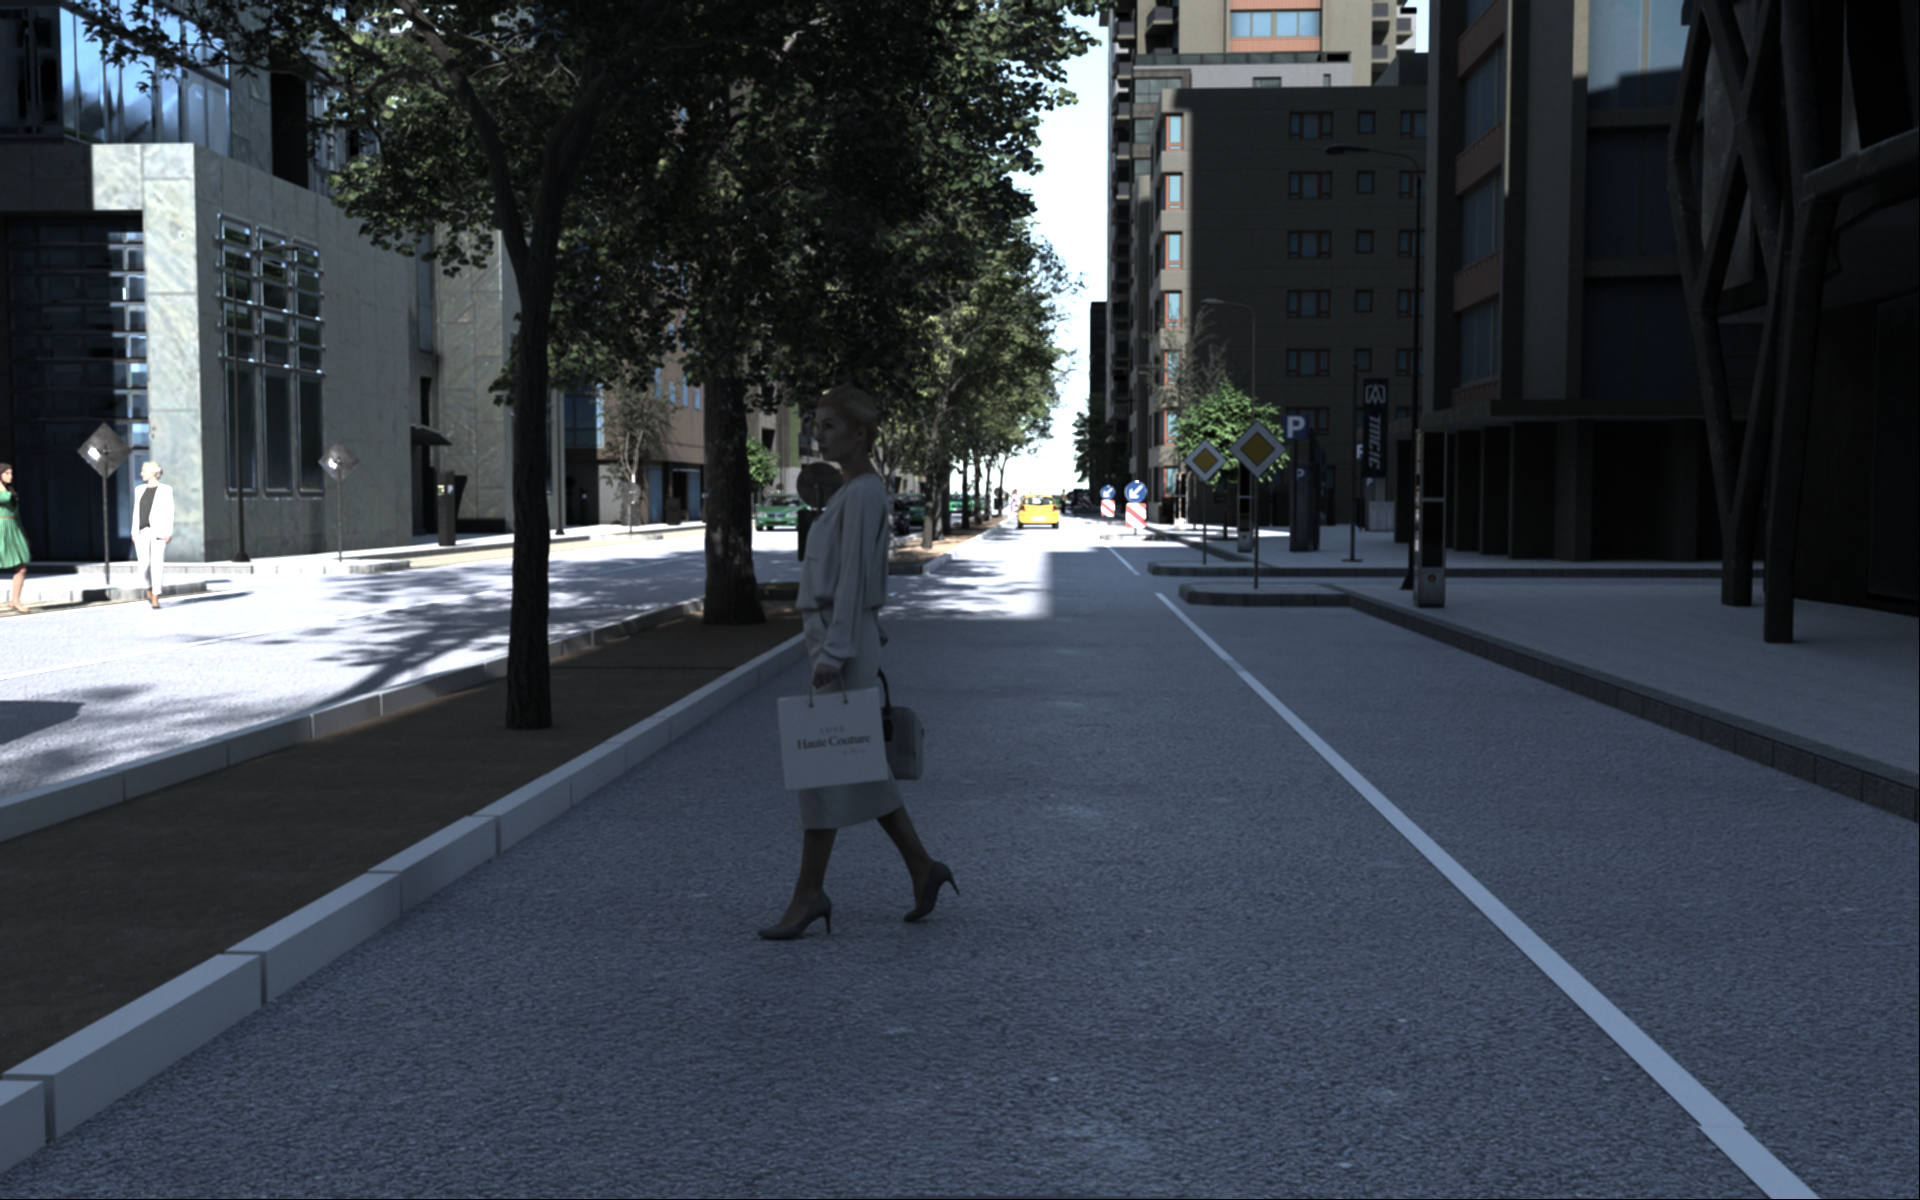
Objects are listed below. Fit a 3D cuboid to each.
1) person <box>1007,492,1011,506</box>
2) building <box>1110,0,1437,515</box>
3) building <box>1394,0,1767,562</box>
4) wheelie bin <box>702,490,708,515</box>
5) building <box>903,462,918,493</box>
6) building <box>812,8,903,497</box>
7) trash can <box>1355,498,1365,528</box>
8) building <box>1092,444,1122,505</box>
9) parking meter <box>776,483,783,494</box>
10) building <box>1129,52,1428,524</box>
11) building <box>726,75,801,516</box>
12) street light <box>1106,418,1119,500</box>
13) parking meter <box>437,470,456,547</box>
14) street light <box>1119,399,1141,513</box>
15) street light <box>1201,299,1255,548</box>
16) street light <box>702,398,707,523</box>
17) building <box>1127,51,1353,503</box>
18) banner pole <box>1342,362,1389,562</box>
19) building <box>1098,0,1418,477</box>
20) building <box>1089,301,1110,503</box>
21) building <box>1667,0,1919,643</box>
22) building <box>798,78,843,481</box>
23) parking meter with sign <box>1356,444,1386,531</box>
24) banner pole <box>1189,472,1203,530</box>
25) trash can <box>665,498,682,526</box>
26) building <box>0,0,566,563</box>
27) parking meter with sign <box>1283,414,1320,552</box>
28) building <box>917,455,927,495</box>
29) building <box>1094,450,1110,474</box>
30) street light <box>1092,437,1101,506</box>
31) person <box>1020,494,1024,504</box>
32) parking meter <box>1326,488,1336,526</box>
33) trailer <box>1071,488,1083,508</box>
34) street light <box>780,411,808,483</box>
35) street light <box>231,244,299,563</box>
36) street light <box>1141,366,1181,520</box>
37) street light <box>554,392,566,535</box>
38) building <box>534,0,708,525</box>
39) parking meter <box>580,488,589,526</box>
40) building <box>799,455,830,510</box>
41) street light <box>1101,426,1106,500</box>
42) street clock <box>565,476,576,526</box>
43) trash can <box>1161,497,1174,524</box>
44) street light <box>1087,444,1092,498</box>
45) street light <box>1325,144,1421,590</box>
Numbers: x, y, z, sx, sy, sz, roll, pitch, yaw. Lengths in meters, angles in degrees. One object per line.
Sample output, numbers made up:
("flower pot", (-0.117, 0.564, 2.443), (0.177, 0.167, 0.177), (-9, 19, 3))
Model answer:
("person", (5.659, -12.112, 207.360), (0.721, 1.723, 1.217), (3, 5, 42))
("building", (23.347, -29.603, 138.627), (22.147, 44.769, 28.867), (0, 4, 3))
("building", (24.657, -23.588, 40.289), (28.867, 44.769, 22.147), (0, 4, 3))
("wheelie bin", (-11.191, -4.277, 77.844), (0.693, 1.594, 0.980), (2, 4, 24))
("building", (-9.329, -34.949, 255.008), (14.154, 41.232, 14.086), (0, 4, 3))
("building", (-16.922, -32.990, 163.084), (21.300, 48.544, 21.600), (0, 4, 3))
("trash can", (15.416, -3.326, 66.039), (0.748, 1.137, 0.748), (0, 3, 0))
("building", (26.533, -47.119, 208.647), (20.563, 71.187, 20.611), (0, 4, 3))
("parking meter", (-9.807, -5.408, 94.138), (0.255, 1.863, 0.399), (1, 4, 21))
("building", (23.156, -14.850, 87.845), (27.650, 21.520, 28.899), (0, 4, 3))
("building", (-17.194, -20.081, 100.025), (14.160, 30.474, 14.107), (0, 4, 3))
("street light", (9.901, -8.175, 106.205), (1.470, 5.913, 1.316), (0, 4, 3))
("parking meter", (-12.551, -2.238, 42.308), (0.255, 1.863, 0.399), (2, 4, 25))
("street light", (8.700, -6.864, 84.764), (1.470, 5.913, 1.316), (0, 4, 3))
("street light", (6.453, -4.214, 41.434), (1.470, 5.913, 1.316), (0, 4, 3))
("street light", (-10.628, -6.317, 75.820), (1.470, 5.913, 1.316), (0, 4, 3))
("building", (18.380, -21.138, 117.309), (14.160, 30.474, 14.107), (0, 4, 3))
("banner pole", (7.712, -2.622, 32.890), (0.863, 3.779, 0.401), (1, 4, 9))
("building", (27.948, -35.315, 166.640), (28.713, 52.752, 27.495), (0, 4, 3))
("building", (26.257, -29.758, 258.241), (14.160, 30.474, 14.107), (0, 4, 3))
("building", (15.010, -8.904, 13.036), (16.820, 18.784, 16.811), (0, 4, 3))
("building", (-24.584, -27.460, 140.850), (32.217, 40.220, 23.993), (0, 4, 3))
("parking meter with sign", (14.497, -3.918, 60.323), (1.738, 3.016, 0.543), (-3, 5, -39))
("banner pole", (8.490, -4.388, 61.757), (0.401, 3.779, 0.863), (-1, 4, -20))
("trash can", (-11.664, -3.596, 70.455), (0.748, 1.137, 0.748), (0, 3, 0))
("building", (-24.357, -44.827, 45.598), (22.319, 86.520, 31.000), (0, 4, 3))
("parking meter with sign", (7.689, -2.599, 38.759), (0.543, 3.016, 1.738), (2, 4, 23))
("building", (-11.038, -34.376, 212.150), (14.600, 45.320, 14.200), (0, 4, 3))
("building", (29.719, -56.338, 233.803), (22.319, 86.520, 31.000), (0, 4, 3))
("street light", (11.627, -10.227, 139.758), (1.470, 5.913, 1.316), (0, 4, 3))
("person", (8.801, -14.272, 245.029), (0.628, 1.438, 0.799), (3, 5, 39))
("parking meter", (14.995, -3.766, 69.977), (0.372, 1.533, 0.369), (0, 3, 0))
("trailer", (11.994, -10.338, 176.081), (1.471, 1.999, 3.904), (0, 4, 2))
("street light", (-9.518, -7.628, 97.266), (1.470, 5.913, 1.316), (0, 4, 3))
("street light", (-12.944, -3.655, 32.295), (1.470, 5.913, 1.316), (0, 4, 3))
("street light", (7.419, -5.526, 62.887), (1.470, 5.913, 1.316), (0, 4, 3))
("street light", (-11.926, -4.967, 53.746), (1.470, 5.913, 1.316), (0, 4, 3))
("building", (-19.241, -26.120, 77.169), (14.600, 45.320, 14.200), (0, 4, 3))
("parking meter", (-15.174, -3.766, 69.978), (0.372, 1.533, 0.369), (0, 3, 0))
("building", (-19.716, -41.535, 117.354), (20.563, 71.187, 20.611), (0, 4, 3))
("street light", (10.580, -8.915, 118.309), (1.470, 5.913, 1.316), (0, 4, 3))
("street clock", (-15.921, -4.044, 70.690), (0.471, 2.002, 0.358), (2, 4, 24))
("trash can", (8.943, -3.812, 73.983), (0.748, 1.137, 0.748), (0, 3, 0))
("street light", (12.830, -11.539, 161.199), (1.470, 5.913, 1.316), (0, 4, 3))
("street light", (5.545, -3.095, 23.151), (1.470, 5.913, 1.316), (0, 4, 3))
